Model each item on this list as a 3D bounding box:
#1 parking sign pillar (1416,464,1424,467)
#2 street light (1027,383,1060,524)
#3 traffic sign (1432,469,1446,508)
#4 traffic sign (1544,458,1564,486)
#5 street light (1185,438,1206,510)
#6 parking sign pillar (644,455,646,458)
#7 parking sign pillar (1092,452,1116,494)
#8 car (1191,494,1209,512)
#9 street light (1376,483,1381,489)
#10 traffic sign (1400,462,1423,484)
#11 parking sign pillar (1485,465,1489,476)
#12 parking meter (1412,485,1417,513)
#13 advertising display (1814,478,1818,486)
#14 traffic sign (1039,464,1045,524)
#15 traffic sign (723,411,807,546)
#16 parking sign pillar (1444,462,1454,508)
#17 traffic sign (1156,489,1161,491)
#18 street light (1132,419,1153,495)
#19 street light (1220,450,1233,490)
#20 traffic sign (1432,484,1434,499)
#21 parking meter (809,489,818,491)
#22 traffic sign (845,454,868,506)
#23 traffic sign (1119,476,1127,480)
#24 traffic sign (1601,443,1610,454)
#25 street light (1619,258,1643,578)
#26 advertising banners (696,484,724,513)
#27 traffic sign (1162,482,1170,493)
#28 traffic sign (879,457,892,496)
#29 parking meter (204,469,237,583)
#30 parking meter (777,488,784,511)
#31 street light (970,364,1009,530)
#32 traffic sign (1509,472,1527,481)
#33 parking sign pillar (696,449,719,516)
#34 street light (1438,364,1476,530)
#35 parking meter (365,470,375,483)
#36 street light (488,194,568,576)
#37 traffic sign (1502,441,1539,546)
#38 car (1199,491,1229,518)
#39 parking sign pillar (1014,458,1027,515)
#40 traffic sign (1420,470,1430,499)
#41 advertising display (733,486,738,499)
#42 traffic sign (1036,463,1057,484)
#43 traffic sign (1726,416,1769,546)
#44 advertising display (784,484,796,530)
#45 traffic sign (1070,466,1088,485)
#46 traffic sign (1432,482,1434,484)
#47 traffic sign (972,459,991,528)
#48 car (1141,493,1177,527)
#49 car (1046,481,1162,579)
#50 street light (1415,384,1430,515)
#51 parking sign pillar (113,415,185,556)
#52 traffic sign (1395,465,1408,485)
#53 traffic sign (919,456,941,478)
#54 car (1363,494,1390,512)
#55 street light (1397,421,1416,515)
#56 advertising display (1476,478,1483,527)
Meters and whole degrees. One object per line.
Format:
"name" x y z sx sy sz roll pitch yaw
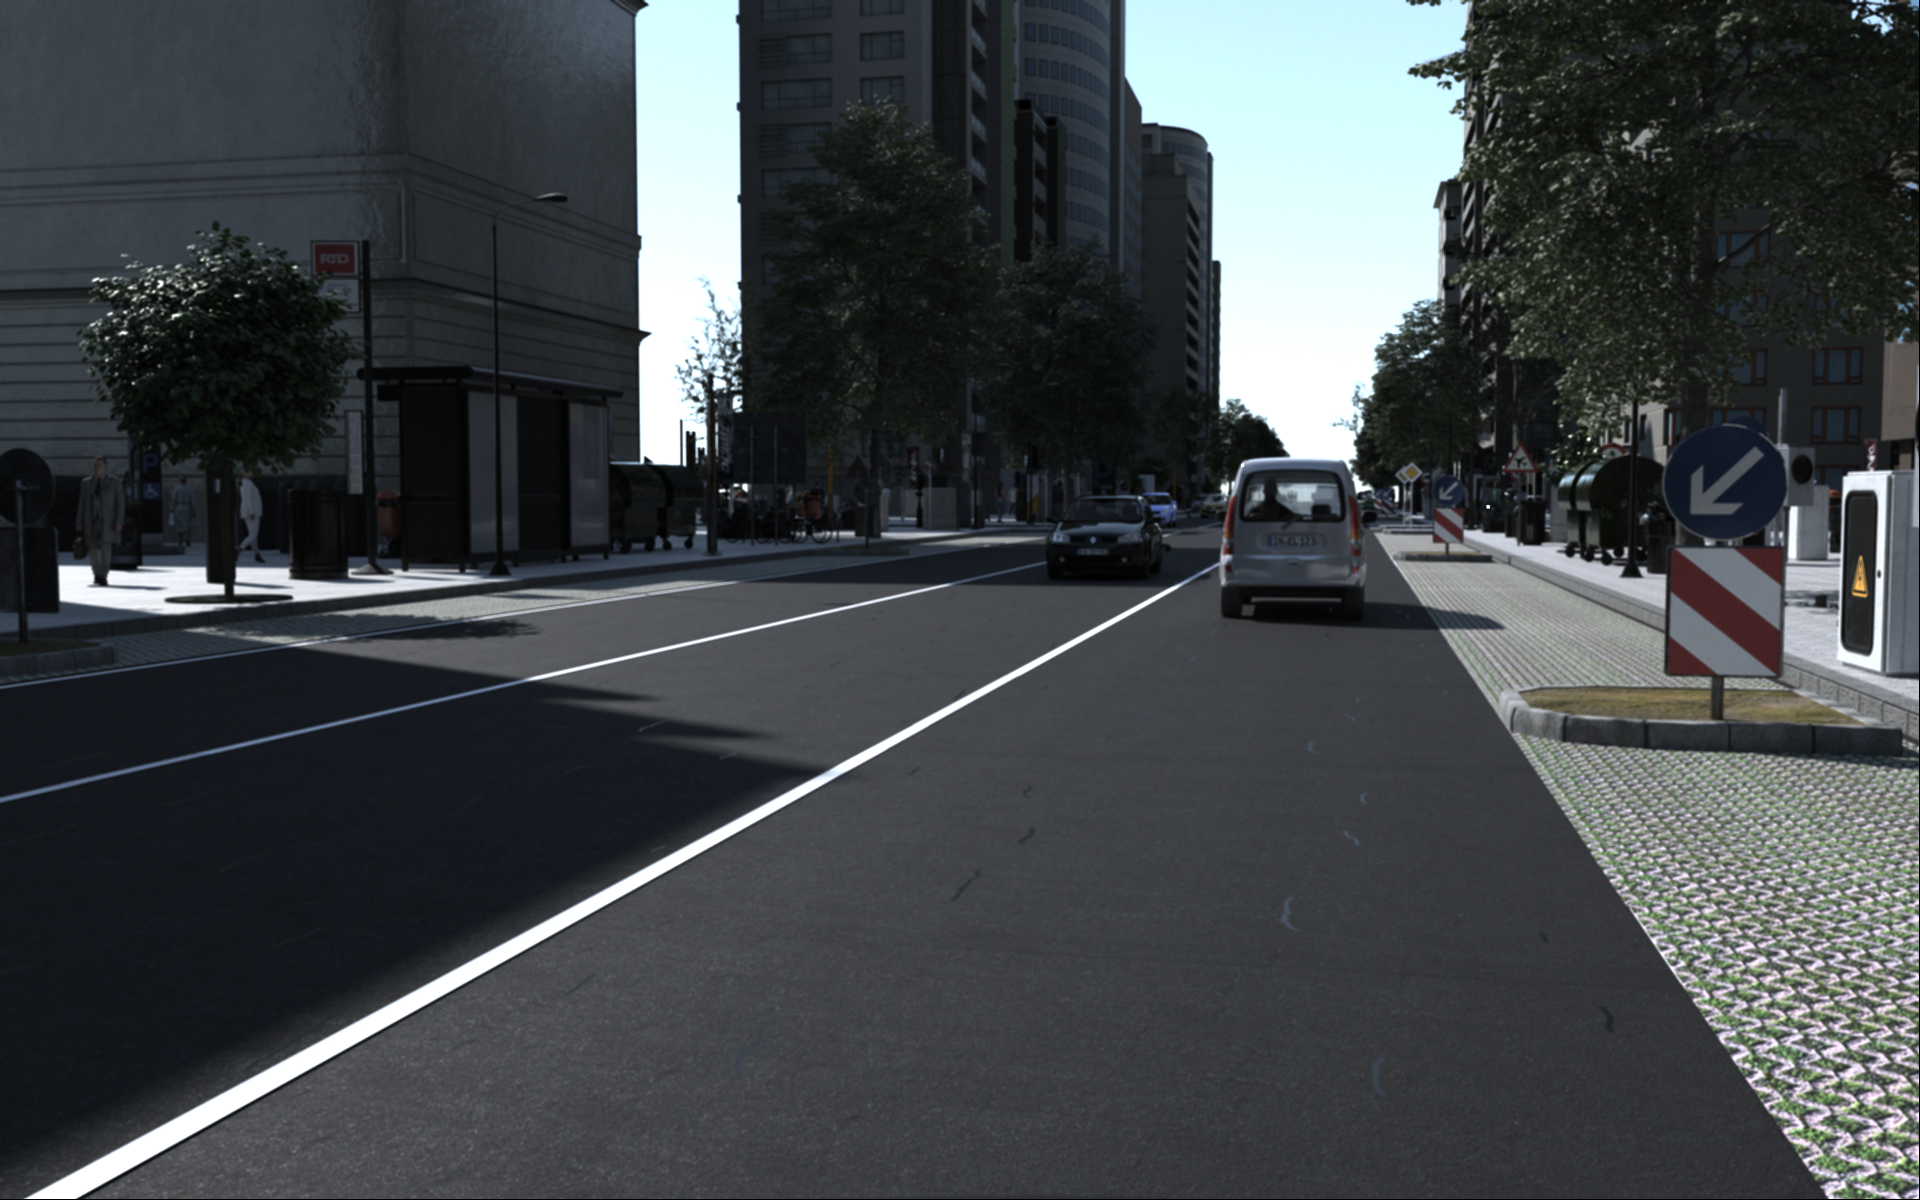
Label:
"parking sign pillar" 34.648 -8.616 129.342 1.447 3.967 1.447 -1 4 -17
"street light" 3.517 -6.137 72.886 1.470 5.913 1.316 1 4 13
"traffic sign" 24.318 -5.383 88.119 0.768 2.556 0.104 1 4 17
"traffic sign" 20.286 -3.614 59.188 0.768 2.556 0.104 1 4 19
"street light" 20.198 -10.708 147.610 1.470 5.913 1.316 1 4 13
"parking sign pillar" -21.317 -8.078 120.550 1.447 3.967 1.447 -3 4 -37
"parking sign pillar" 8.036 -6.609 96.535 1.447 3.967 1.447 1 4 9
"car" 19.098 -7.529 135.093 2.014 1.417 4.499 1 4 14
"street light" 44.647 -12.845 182.551 1.470 5.913 1.316 1 4 13
"traffic sign" 16.192 -3.660 62.038 0.795 2.593 0.064 1 4 13
"parking sign pillar" 34.019 -7.660 113.705 1.447 3.967 1.447 1 4 15
"parking meter" 30.124 -6.679 114.915 0.255 1.863 0.399 0 4 5
"advertising display" 34.459 -4.003 70.659 0.974 1.923 0.123 0 4 -1
"traffic sign" 3.573 -4.540 74.331 0.768 2.556 0.104 1 4 19
"traffic sign" -4.845 -2.995 42.837 2.265 3.308 0.079 1 4 17
"parking sign pillar" 31.452 -7.441 110.126 1.447 3.967 1.447 2 4 28
"traffic sign" 14.373 -8.534 133.408 2.265 3.308 0.079 1 4 22
"street light" 11.288 -8.255 107.504 1.470 5.913 1.316 1 4 13
"street light" 27.978 -12.825 182.226 1.470 5.913 1.316 1 4 13
"traffic sign" 28.907 -6.452 105.591 0.768 2.556 0.104 1 4 15
"parking meter" -6.793 -4.400 80.349 0.372 1.533 0.369 0 3 0
"traffic sign" -3.333 -3.451 56.430 0.884 2.594 0.081 1 4 15
"traffic sign" 11.177 -7.256 118.734 0.768 2.556 0.104 1 4 21
"traffic sign" 16.325 -2.651 43.443 0.768 2.556 0.104 1 4 17
"street light" 9.806 -3.307 26.604 1.470 5.913 1.316 1 4 13
"advertising banners" -17.518 -7.658 121.396 2.074 3.025 0.090 3 4 37
"traffic sign" 16.979 -8.608 142.868 0.606 2.300 0.079 1 4 15
"traffic sign" -2.724 -3.641 59.637 0.768 2.556 0.104 1 4 20
"parking meter" -10.689 -1.183 25.049 0.399 1.863 0.255 -2 4 -35
"parking meter" -8.033 -4.204 77.139 0.372 1.533 0.369 0 3 0
"street light" 1.078 -5.486 62.234 1.470 5.913 1.316 1 4 13
"traffic sign" 22.432 -4.246 69.530 0.768 2.556 0.104 1 4 21
"parking sign pillar" -14.980 -6.994 102.818 1.447 3.967 1.447 1 4 19
"street light" 17.630 -5.440 61.477 1.470 5.913 1.316 1 4 13
"parking meter" -14.672 -2.268 42.796 0.255 1.863 0.399 3 5 43
"street light" -6.742 -3.334 27.059 1.470 5.913 1.316 1 4 13
"traffic sign" 13.825 -2.617 42.785 0.884 2.594 0.081 1 4 13
"car" 15.505 -5.775 104.647 2.015 1.641 3.980 1 4 13
"parking sign pillar" 4.040 -7.200 106.189 1.447 3.967 1.447 -2 4 -26
"traffic sign" 24.987 -5.665 92.723 0.768 2.556 0.104 1 4 21
"advertising display" -18.888 -8.613 146.029 0.974 1.923 0.123 1 4 15
"traffic sign" 3.222 -3.838 64.949 0.795 2.593 0.064 1 4 13
"traffic sign" 12.768 -1.725 28.306 0.768 2.556 0.104 1 4 15
"advertising display" -5.899 -3.361 60.169 0.123 1.923 0.974 -1 4 -22
"traffic sign" 4.964 -4.315 72.742 0.795 2.593 0.064 1 4 13
"traffic sign" 26.269 -5.824 95.224 0.884 2.594 0.081 1 4 17
"traffic sign" 0.719 -3.945 64.505 0.884 2.594 0.081 1 4 15
"car" 8.507 -4.031 75.493 1.945 1.707 3.694 1 4 12
"car" 2.587 -1.269 30.539 2.009 1.686 4.222 1 4 11
"street light" 20.199 -6.165 73.344 1.470 5.913 1.316 1 4 13
"parking sign pillar" -17.225 -2.945 36.625 1.447 3.967 1.447 -2 4 -33
"traffic sign" 17.935 -4.137 69.832 0.795 2.593 0.064 1 4 13
"traffic sign" -1.047 -3.679 59.878 0.795 2.593 0.064 1 4 18
"car" 31.333 -7.439 130.425 1.959 1.807 4.718 1 4 14
"street light" 27.858 -8.289 108.066 1.470 5.913 1.316 1 4 13
"advertising display" 20.565 -3.874 68.560 0.123 1.923 0.974 2 4 23
